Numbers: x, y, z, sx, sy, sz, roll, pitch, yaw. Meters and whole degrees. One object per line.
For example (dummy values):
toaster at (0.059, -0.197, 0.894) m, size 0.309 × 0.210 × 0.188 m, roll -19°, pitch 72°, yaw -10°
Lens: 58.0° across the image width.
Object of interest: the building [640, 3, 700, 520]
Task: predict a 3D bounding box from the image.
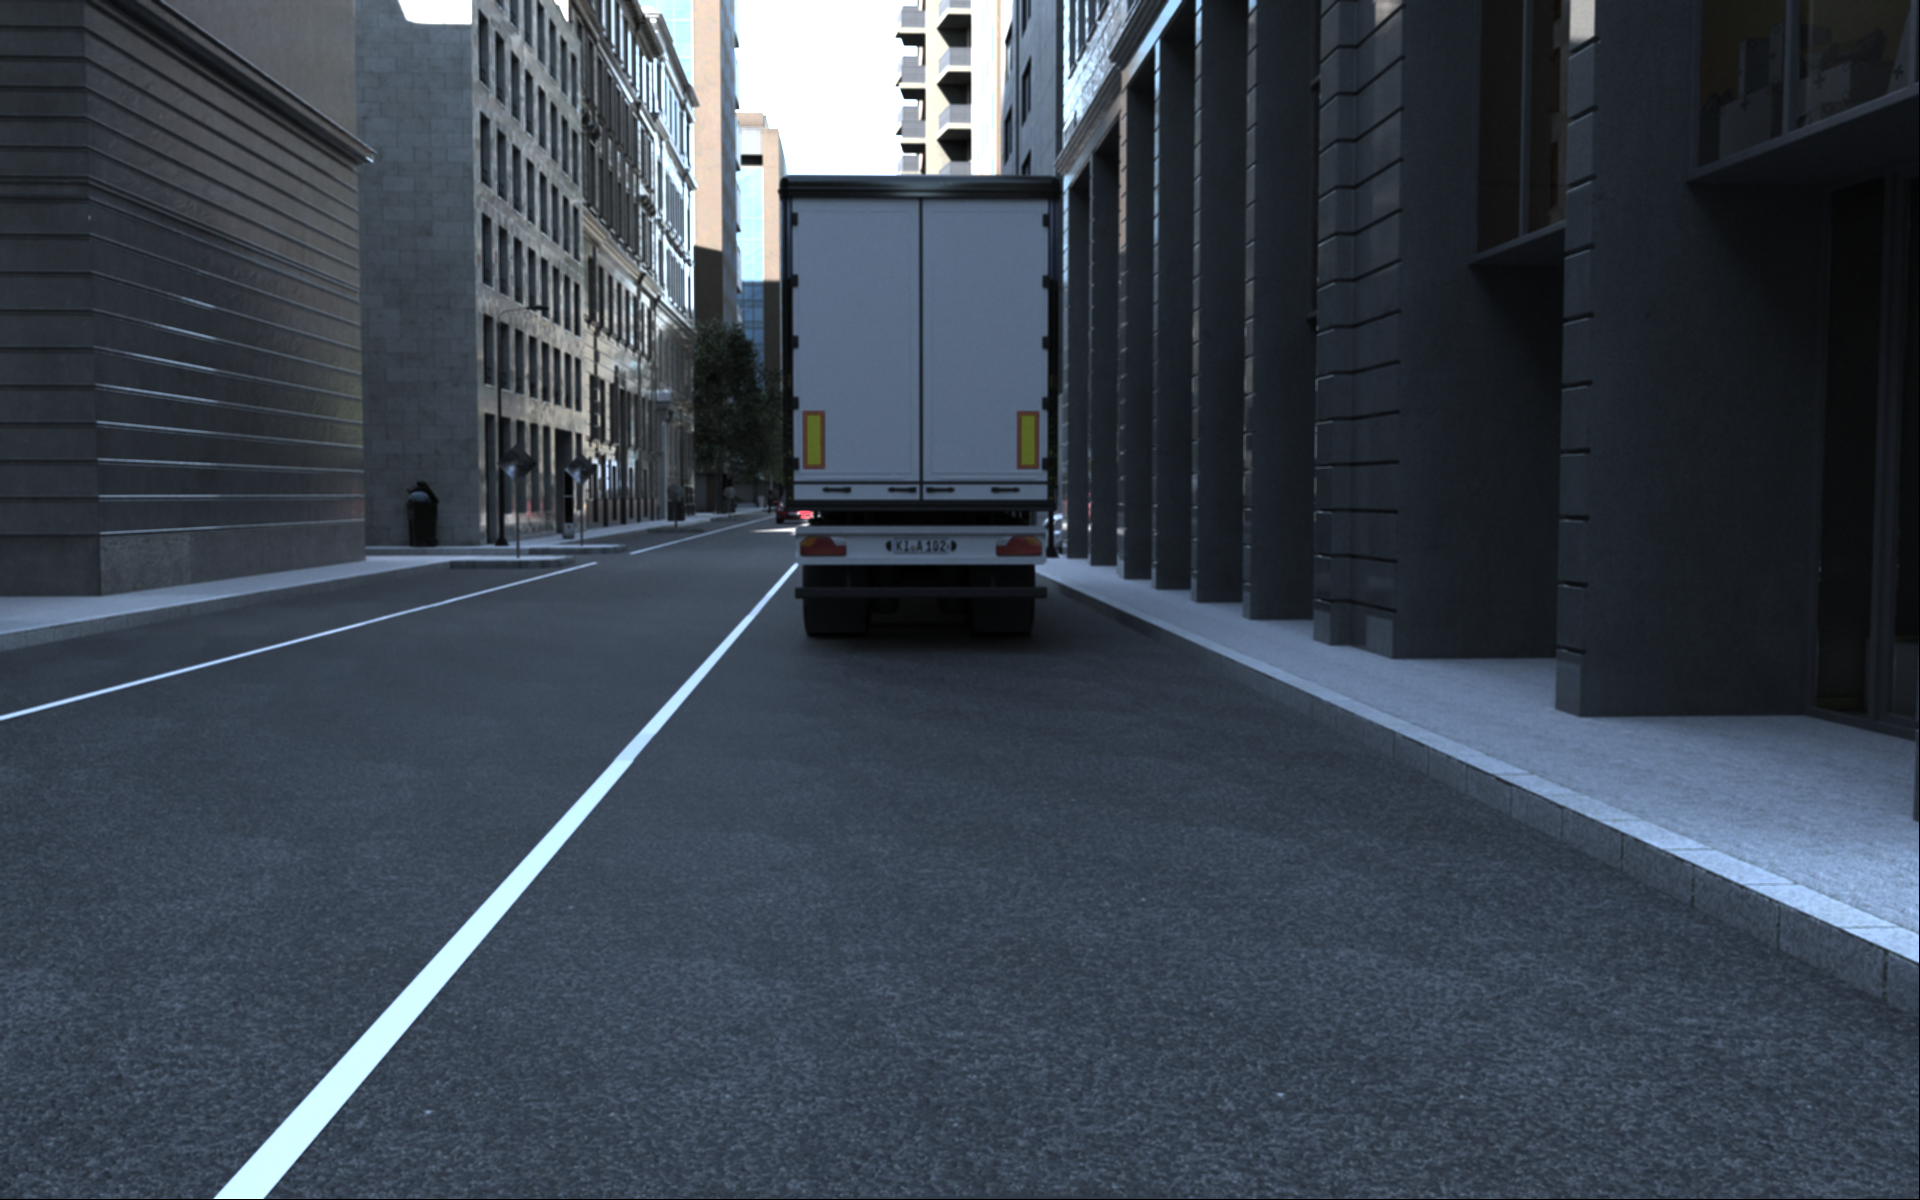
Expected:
building at (-21.544, -18.812, 93.483) m, size 13.634 × 28.700 × 20.117 m, roll 0°, pitch 4°, yaw -3°

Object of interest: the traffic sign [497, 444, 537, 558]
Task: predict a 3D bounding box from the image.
traffic sign at (-8.841, -1.893, 34.598) m, size 0.795 × 2.450 × 0.064 m, roll 0°, pitch 4°, yaw -3°

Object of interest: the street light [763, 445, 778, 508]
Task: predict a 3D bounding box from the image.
street light at (-17.878, -11.693, 163.715) m, size 1.470 × 5.913 × 1.316 m, roll 0°, pitch 4°, yaw -3°

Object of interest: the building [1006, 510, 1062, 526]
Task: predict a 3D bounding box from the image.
building at (12.206, -37.423, 50.112) m, size 20.611 × 71.187 × 20.563 m, roll 0°, pitch 4°, yaw -3°

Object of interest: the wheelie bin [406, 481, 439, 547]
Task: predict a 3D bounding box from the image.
wheelie bin at (-13.014, -2.079, 41.892) m, size 0.693 × 1.594 × 0.980 m, roll -2°, pitch 4°, yaw -32°

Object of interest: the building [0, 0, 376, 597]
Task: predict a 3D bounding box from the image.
building at (-22.642, -11.280, 26.231) m, size 24.055 × 21.916 × 13.314 m, roll 0°, pitch 4°, yaw -3°

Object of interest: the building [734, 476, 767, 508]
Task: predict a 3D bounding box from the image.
building at (-35.629, -29.230, 169.790) m, size 32.217 × 40.220 × 23.993 m, roll 0°, pitch 4°, yaw -3°

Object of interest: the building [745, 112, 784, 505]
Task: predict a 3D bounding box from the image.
building at (-28.108, -34.056, 206.919) m, size 14.600 × 45.320 × 14.200 m, roll 0°, pitch 4°, yaw -3°

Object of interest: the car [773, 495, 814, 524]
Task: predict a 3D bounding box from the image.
car at (-8.124, -4.684, 85.625) m, size 2.155 × 1.783 × 4.494 m, roll 0°, pitch 4°, yaw -3°

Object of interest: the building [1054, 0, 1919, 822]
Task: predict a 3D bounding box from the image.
building at (8.311, -14.835, 20.042) m, size 11.434 × 29.767 × 29.804 m, roll 0°, pitch 4°, yaw -3°

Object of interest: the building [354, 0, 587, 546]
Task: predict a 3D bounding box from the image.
building at (-17.492, -11.949, 50.115) m, size 10.420 × 20.320 × 16.860 m, roll 0°, pitch 4°, yaw -3°

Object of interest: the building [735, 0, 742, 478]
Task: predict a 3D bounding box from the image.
building at (-32.323, -33.906, 143.605) m, size 28.713 × 52.752 × 27.495 m, roll 0°, pitch 4°, yaw -3°

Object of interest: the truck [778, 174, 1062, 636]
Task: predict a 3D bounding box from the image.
truck at (-0.527, -1.952, 20.827) m, size 2.839 × 4.237 × 11.283 m, roll 0°, pitch 4°, yaw -2°

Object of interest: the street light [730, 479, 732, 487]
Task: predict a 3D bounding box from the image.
street light at (-15.236, -8.971, 119.211) m, size 1.470 × 5.913 × 1.316 m, roll 0°, pitch 4°, yaw -3°

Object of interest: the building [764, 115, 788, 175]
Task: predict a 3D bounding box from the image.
building at (-33.220, -36.741, 224.420) m, size 21.300 × 48.544 × 21.600 m, roll 0°, pitch 4°, yaw -3°

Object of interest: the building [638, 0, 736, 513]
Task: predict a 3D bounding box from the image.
building at (-23.375, -28.954, 123.508) m, size 14.600 × 45.320 × 14.200 m, roll 0°, pitch 4°, yaw -3°

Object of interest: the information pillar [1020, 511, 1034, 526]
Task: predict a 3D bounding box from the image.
information pillar at (1.636, -2.317, 42.369) m, size 0.304 × 2.012 × 0.304 m, roll 1°, pitch 4°, yaw 16°

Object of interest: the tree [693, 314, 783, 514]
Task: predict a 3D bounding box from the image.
tree at (-15.377, -11.832, 110.456) m, size 9.611 × 12.733 × 9.660 m, roll 0°, pitch 3°, yaw 0°

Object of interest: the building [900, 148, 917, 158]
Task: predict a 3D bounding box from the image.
building at (3.432, -36.651, 218.846) m, size 23.786 × 49.044 × 30.456 m, roll 0°, pitch 4°, yaw -3°

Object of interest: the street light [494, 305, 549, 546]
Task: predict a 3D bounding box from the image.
street light at (-10.791, -4.290, 42.678) m, size 1.470 × 5.913 × 1.316 m, roll 0°, pitch 4°, yaw -3°

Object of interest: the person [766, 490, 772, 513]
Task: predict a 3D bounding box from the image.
person at (-14.359, -7.371, 129.731) m, size 0.721 × 1.735 × 1.217 m, roll 0°, pitch 4°, yaw 2°

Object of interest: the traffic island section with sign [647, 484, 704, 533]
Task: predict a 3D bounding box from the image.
traffic island section with sign at (-10.659, -3.456, 65.129) m, size 1.989 × 1.847 × 2.006 m, roll 0°, pitch 4°, yaw -3°

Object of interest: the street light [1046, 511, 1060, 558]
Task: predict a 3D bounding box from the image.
street light at (1.297, -3.810, 34.830) m, size 1.470 × 5.913 × 1.316 m, roll 0°, pitch 4°, yaw -3°

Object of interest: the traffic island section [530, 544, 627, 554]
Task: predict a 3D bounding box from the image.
traffic island section at (-9.329, -1.245, 42.630) m, size 2.009 × 0.180 × 2.903 m, roll 0°, pitch 4°, yaw -3°

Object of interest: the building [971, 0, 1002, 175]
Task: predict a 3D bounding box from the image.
building at (7.821, -25.779, 71.603) m, size 14.600 × 45.320 × 14.200 m, roll 0°, pitch 4°, yaw -3°

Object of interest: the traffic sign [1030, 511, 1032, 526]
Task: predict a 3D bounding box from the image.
traffic sign at (1.437, -1.929, 35.175) m, size 0.795 × 2.450 × 0.064 m, roll 0°, pitch 4°, yaw -3°

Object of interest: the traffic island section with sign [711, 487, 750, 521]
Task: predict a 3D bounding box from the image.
traffic island section with sign at (-12.246, -5.124, 92.405) m, size 1.989 × 1.847 × 2.006 m, roll 0°, pitch 4°, yaw -3°

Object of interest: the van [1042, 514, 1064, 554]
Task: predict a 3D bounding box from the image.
van at (3.802, -1.920, 38.411) m, size 4.112 × 2.044 × 2.013 m, roll 0°, pitch 4°, yaw -2°

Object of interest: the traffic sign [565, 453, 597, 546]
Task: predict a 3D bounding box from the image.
traffic sign at (-9.306, -2.381, 42.569) m, size 0.795 × 2.450 × 0.064 m, roll 0°, pitch 4°, yaw -3°

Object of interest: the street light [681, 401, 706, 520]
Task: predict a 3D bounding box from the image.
street light at (-13.287, -6.946, 86.107) m, size 1.470 × 5.913 × 1.316 m, roll 0°, pitch 4°, yaw -3°

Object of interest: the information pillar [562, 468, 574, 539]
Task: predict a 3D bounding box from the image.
information pillar at (-11.229, -2.759, 49.609) m, size 0.304 × 2.012 × 0.304 m, roll -1°, pitch 4°, yaw -20°

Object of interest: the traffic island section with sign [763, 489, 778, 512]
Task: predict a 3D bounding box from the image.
traffic island section with sign at (-15.133, -8.141, 141.740) m, size 1.989 × 1.847 × 2.006 m, roll 0°, pitch 4°, yaw -3°

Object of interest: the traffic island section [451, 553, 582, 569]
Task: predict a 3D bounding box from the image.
traffic island section at (-8.864, -0.757, 34.658) m, size 2.009 × 0.180 × 2.903 m, roll 0°, pitch 4°, yaw -3°

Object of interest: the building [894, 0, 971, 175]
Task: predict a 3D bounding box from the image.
building at (7.253, -27.471, 103.778) m, size 22.147 × 44.769 × 28.867 m, roll 0°, pitch 4°, yaw -3°

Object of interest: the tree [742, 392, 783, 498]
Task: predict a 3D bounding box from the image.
tree at (-21.230, -16.791, 192.655) m, size 7.486 × 12.596 × 7.792 m, roll 0°, pitch 3°, yaw 0°

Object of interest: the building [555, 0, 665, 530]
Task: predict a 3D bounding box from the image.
building at (-19.656, -16.744, 71.028) m, size 12.463 × 27.353 × 25.104 m, roll 0°, pitch 4°, yaw -3°
